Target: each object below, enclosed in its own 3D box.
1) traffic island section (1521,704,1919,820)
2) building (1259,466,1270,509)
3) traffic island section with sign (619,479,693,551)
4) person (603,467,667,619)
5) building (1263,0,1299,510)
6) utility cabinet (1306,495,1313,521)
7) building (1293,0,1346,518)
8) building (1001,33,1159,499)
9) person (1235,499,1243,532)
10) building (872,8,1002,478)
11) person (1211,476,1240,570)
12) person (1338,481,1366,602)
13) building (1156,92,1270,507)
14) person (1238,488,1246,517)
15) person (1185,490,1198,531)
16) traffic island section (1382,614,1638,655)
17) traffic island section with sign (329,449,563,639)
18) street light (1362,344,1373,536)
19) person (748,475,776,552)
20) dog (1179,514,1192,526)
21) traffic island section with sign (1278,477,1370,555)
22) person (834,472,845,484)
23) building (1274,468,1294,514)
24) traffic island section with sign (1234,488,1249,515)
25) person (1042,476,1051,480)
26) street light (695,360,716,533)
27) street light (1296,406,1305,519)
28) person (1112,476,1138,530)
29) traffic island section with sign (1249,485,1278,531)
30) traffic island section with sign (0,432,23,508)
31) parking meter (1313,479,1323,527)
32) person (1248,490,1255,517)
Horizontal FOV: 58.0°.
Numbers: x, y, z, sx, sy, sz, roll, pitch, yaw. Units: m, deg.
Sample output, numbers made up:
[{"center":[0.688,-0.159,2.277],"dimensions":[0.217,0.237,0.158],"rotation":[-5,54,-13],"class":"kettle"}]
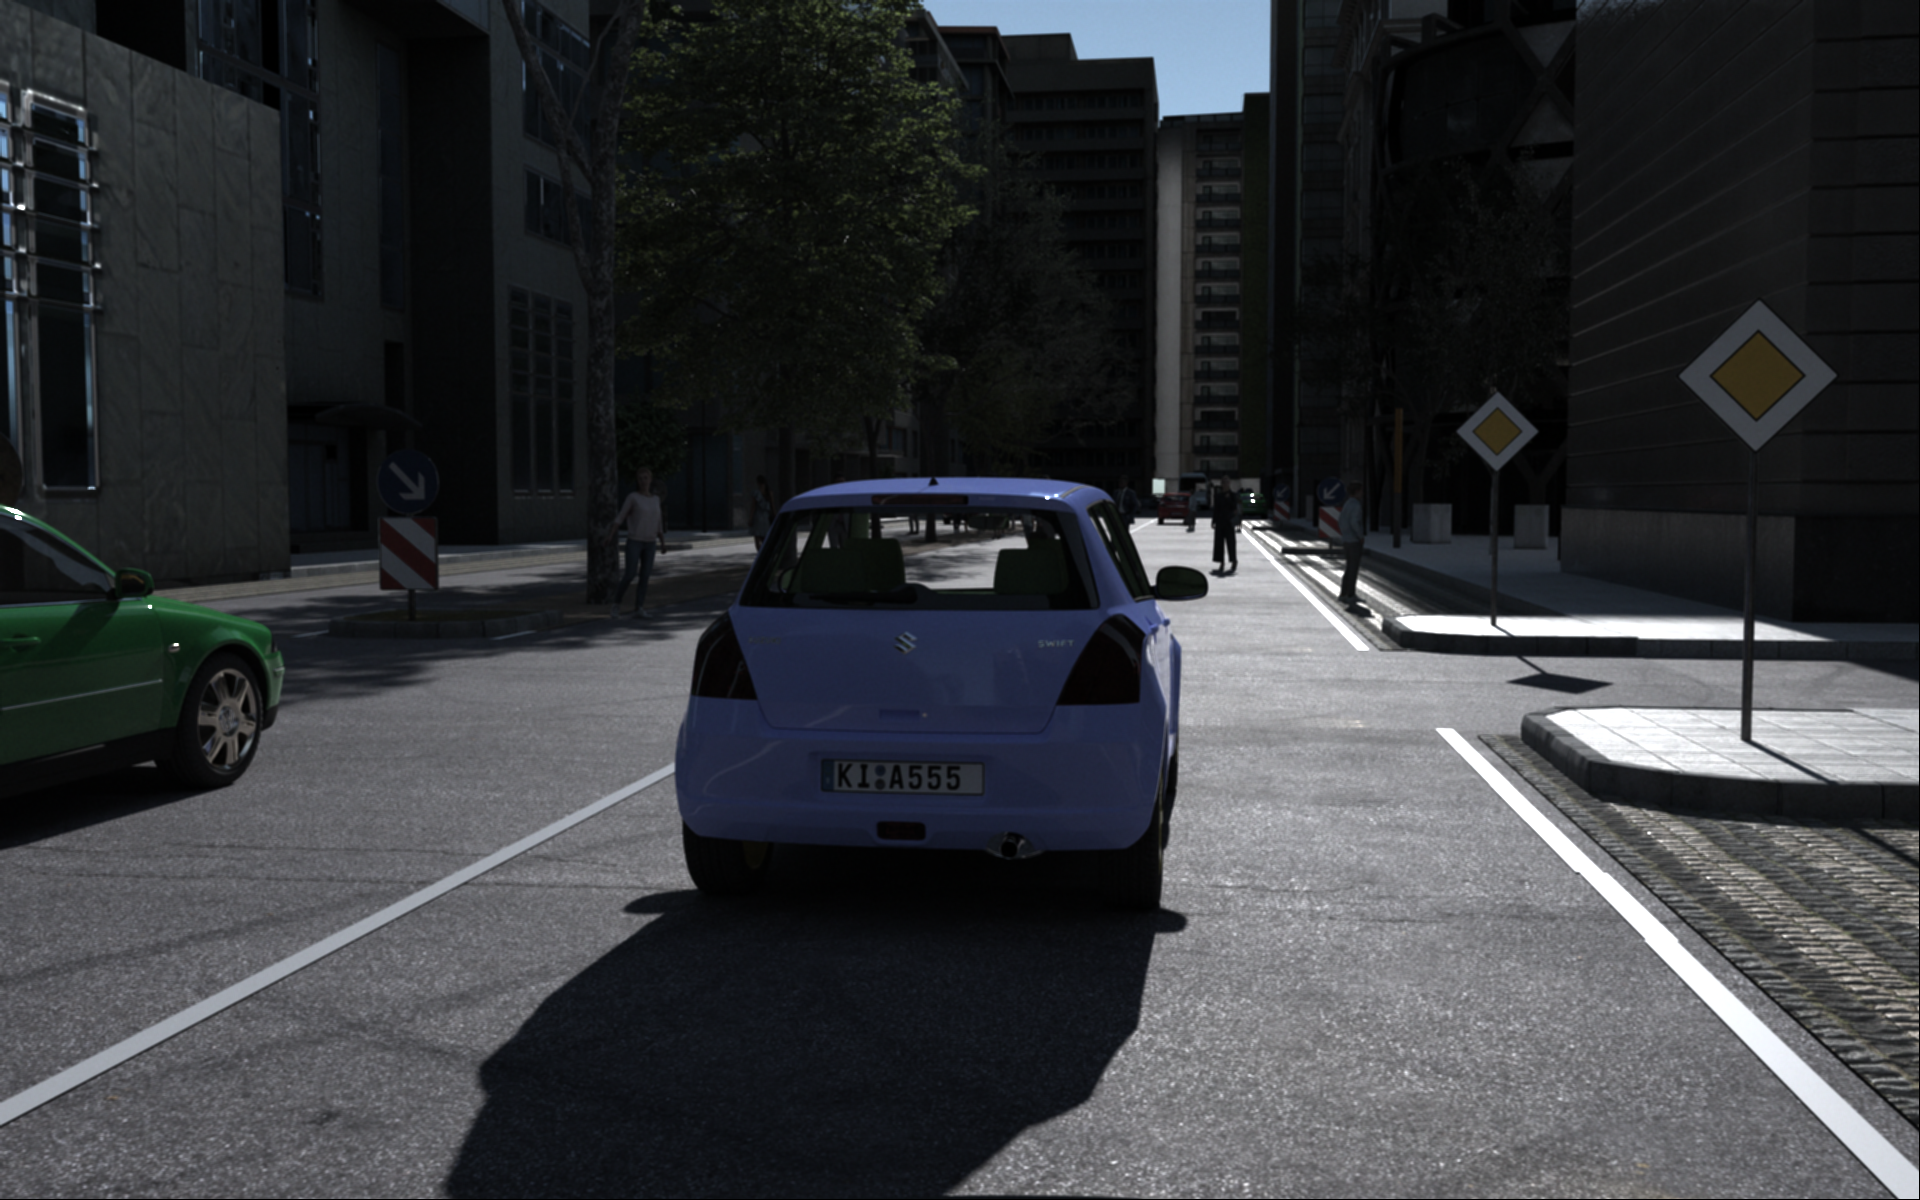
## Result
[{"center":[4.117,0.810,9.036],"dimensions":[2.009,0.180,2.903],"rotation":[0,4,8],"class":"traffic island section"},{"center":[37.586,-43.737,153.344],"dimensions":[20.563,71.187,20.611],"rotation":[0,4,8],"class":"building"},{"center":[-7.981,-2.197,44.552],"dimensions":[1.989,1.847,2.006],"rotation":[0,4,8],"class":"traffic island section with sign"},{"center":[-3.808,-0.657,19.908],"dimensions":[0.598,1.740,0.731],"rotation":[3,4,38],"class":"person"},{"center":[31.716,-29.805,137.416],"dimensions":[14.600,45.320,14.200],"rotation":[0,4,8],"class":"building"},{"center":[16.597,-4.301,81.480],"dimensions":[0.306,1.237,1.020],"rotation":[-1,4,-10],"class":"utility cabinet"},{"center":[26.265,-25.385,98.637],"dimensions":[14.154,41.232,14.086],"rotation":[0,4,8],"class":"building"},{"center":[10.478,-34.443,186.849],"dimensions":[21.600,48.544,21.300],"rotation":[0,4,8],"class":"building"},{"center":[10.629,-3.236,66.091],"dimensions":[0.332,1.250,0.352],"rotation":[1,4,20],"class":"person"},{"center":[-13.078,-27.210,136.768],"dimensions":[32.217,40.220,23.993],"rotation":[0,4,8],"class":"building"},{"center":[5.045,-1.470,32.955],"dimensions":[0.576,1.772,0.534],"rotation":[1,4,18],"class":"person"},{"center":[5.185,-0.765,22.823],"dimensions":[0.330,1.601,0.589],"rotation":[0,3,0],"class":"person"},{"center":[27.566,-30.391,180.493],"dimensions":[14.086,41.232,14.154],"rotation":[0,4,8],"class":"building"},{"center":[17.877,-6.178,109.514],"dimensions":[0.705,1.824,1.348],"rotation":[3,5,39],"class":"person"},{"center":[9.053,-3.503,67.588],"dimensions":[0.589,1.601,0.330],"rotation":[-3,5,-44],"class":"person"},{"center":[5.237,0.326,16.943],"dimensions":[2.009,0.180,2.903],"rotation":[0,4,8],"class":"traffic island section"},{"center":[-5.480,-0.610,18.112],"dimensions":[2.006,1.907,1.989],"rotation":[0,4,8],"class":"traffic island section with sign"},{"center":[12.479,-4.923,53.285],"dimensions":[0.468,5.910,1.993],"rotation":[0,4,8],"class":"street light"},{"center":[-3.846,-1.548,33.904],"dimensions":[0.616,1.811,0.778],"rotation":[-1,4,-17],"class":"person"},{"center":[10.252,-3.775,78.564],"dimensions":[0.800,0.831,0.513],"rotation":[1,4,17],"class":"dog"},{"center":[8.708,-2.002,41.368],"dimensions":[1.989,1.847,2.006],"rotation":[0,4,8],"class":"traffic island section with sign"},{"center":[-1.967,-1.196,28.330],"dimensions":[0.678,1.792,0.850],"rotation":[-1,4,-12],"class":"person"},{"center":[38.014,-25.993,116.864],"dimensions":[32.217,40.220,23.993],"rotation":[0,4,8],"class":"building"},{"center":[19.562,-6.691,118.029],"dimensions":[1.989,1.847,2.006],"rotation":[0,4,8],"class":"traffic island section with sign"},{"center":[1.771,-1.647,35.527],"dimensions":[0.767,1.812,0.694],"rotation":[2,4,33],"class":"person"},{"center":[-8.499,-5.178,57.443],"dimensions":[0.468,5.910,1.993],"rotation":[0,4,8],"class":"street light"},{"center":[17.772,-7.206,90.600],"dimensions":[0.468,5.910,1.993],"rotation":[0,4,8],"class":"street light"},{"center":[3.287,-1.634,35.396],"dimensions":[0.721,1.800,0.419],"rotation":[2,4,28],"class":"person"},{"center":[12.494,-3.635,68.057],"dimensions":[1.989,1.847,2.006],"rotation":[0,4,8],"class":"traffic island section with sign"},{"center":[-6.528,-0.162,10.779],"dimensions":[2.006,1.907,1.989],"rotation":[0,4,8],"class":"traffic island section with sign"},{"center":[13.996,-3.784,67.577],"dimensions":[0.399,1.863,0.255],"rotation":[0,4,-2],"class":"parking meter"},{"center":[18.533,-6.190,110.647],"dimensions":[0.436,1.711,0.756],"rotation":[-1,4,-23],"class":"person"}]
